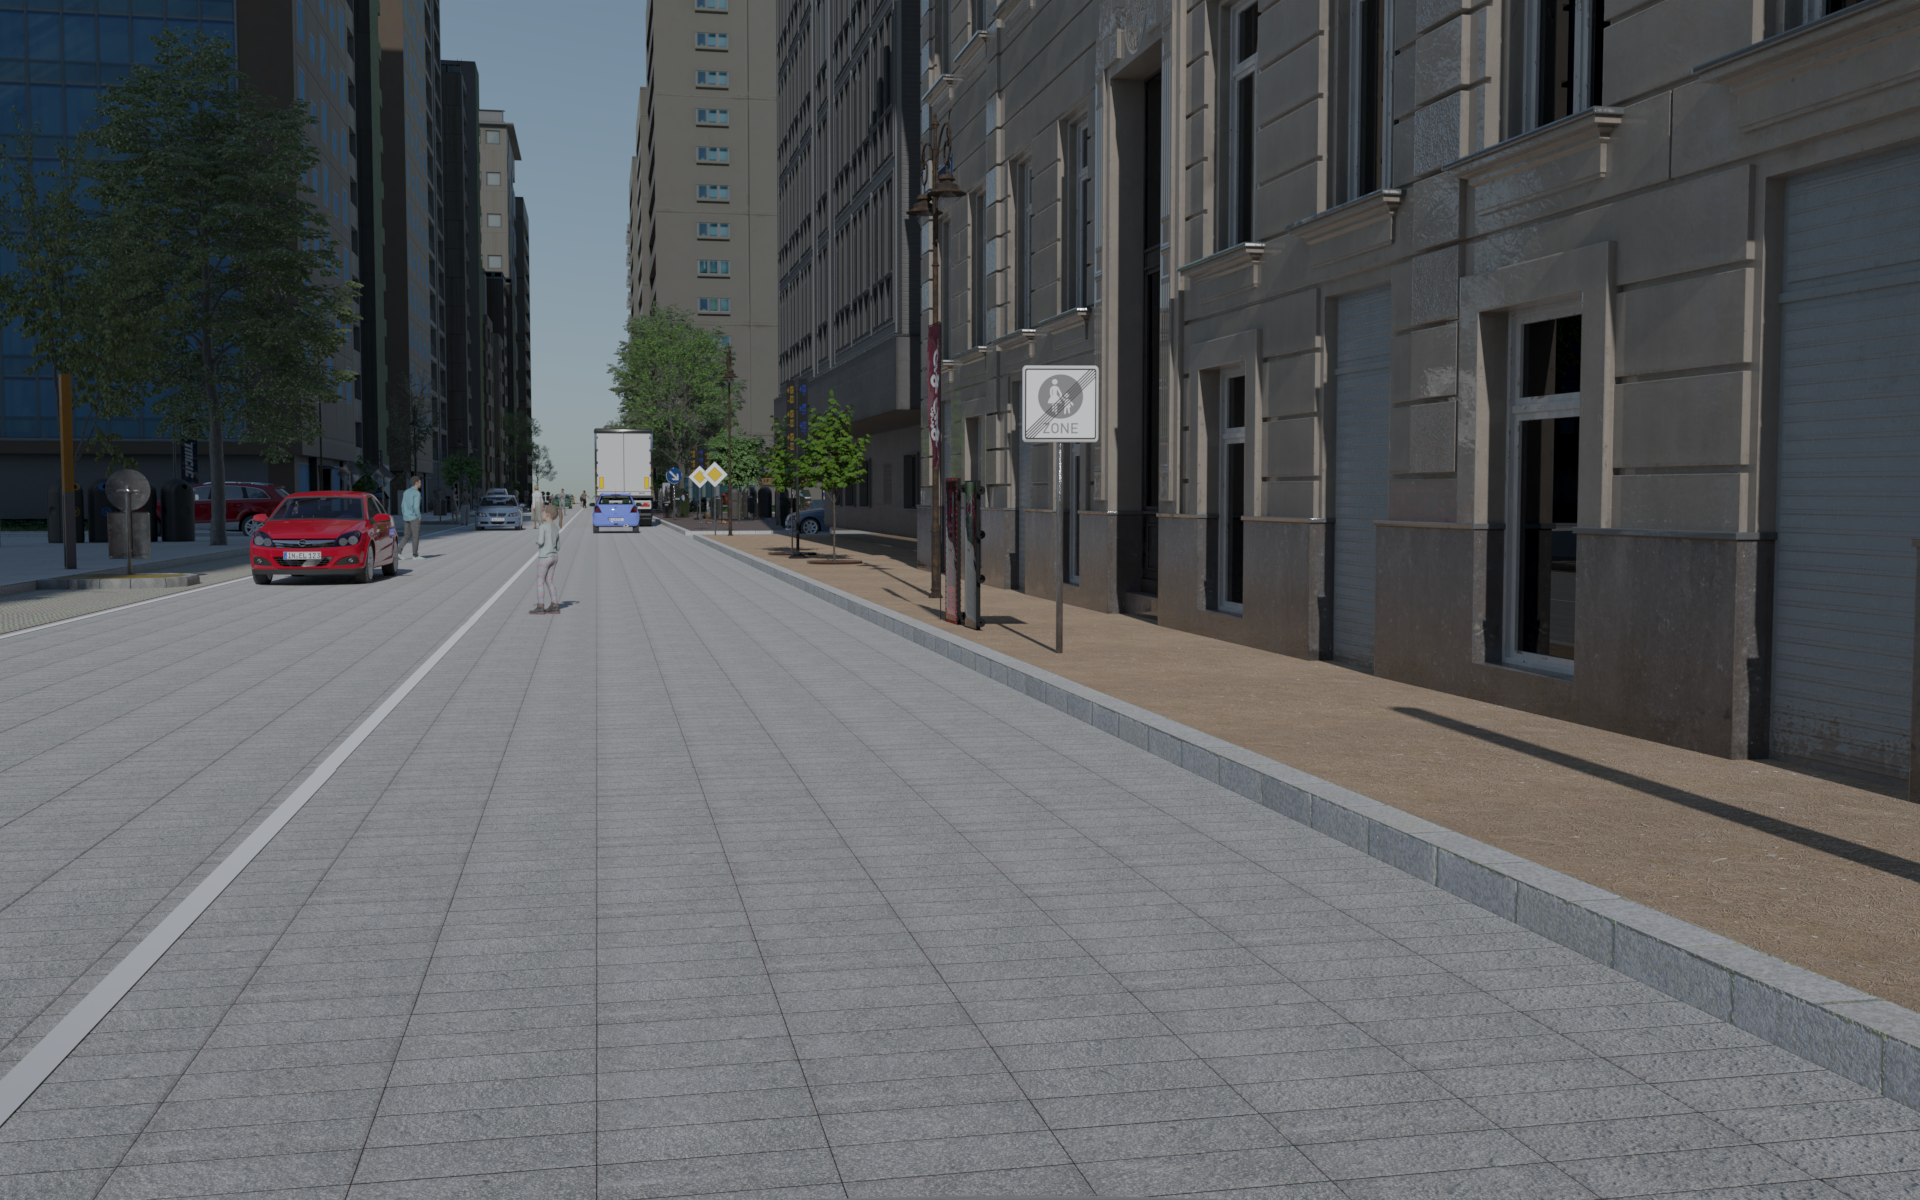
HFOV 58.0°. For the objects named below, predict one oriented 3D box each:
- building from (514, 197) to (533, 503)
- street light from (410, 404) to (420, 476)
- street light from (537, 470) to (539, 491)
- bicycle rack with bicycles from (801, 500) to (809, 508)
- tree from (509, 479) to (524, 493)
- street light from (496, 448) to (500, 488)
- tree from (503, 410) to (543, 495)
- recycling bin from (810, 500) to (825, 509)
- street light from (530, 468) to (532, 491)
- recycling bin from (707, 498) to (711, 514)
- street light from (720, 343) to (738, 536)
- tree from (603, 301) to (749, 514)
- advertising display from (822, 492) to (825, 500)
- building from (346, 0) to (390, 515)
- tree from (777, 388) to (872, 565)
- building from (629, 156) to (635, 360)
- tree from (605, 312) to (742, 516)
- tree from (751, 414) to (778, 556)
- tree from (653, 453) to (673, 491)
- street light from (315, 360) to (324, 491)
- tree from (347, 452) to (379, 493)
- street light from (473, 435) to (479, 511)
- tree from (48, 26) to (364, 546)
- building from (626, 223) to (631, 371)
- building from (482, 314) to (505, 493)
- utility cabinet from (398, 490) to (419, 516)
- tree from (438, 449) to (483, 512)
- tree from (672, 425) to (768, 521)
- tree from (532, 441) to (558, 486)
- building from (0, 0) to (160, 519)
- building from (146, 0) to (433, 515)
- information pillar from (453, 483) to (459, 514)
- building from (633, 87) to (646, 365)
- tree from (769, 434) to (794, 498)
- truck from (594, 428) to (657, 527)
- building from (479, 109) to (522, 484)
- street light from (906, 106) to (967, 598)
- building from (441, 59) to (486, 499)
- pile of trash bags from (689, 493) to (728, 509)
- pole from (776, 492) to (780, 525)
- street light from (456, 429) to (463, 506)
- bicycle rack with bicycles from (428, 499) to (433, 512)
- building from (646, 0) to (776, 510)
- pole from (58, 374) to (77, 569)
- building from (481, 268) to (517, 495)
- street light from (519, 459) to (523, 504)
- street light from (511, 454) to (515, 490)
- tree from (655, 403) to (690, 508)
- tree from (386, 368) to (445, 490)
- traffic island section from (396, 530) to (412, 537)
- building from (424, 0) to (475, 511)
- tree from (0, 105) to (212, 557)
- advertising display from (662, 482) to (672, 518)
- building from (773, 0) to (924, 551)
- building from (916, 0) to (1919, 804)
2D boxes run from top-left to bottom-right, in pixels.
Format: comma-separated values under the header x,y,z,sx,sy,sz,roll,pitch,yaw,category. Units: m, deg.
x,y,z,sx,sy,sz,roll,pitch,yaw,category
-76.927,-39.195,264.533,21.300,48.544,21.600,-1,4,-12,building
-28.158,-7.143,89.569,0.468,5.910,1.993,-1,4,-12,street light
-67.301,-18.566,276.348,0.468,5.910,1.993,-1,4,-12,street light
-9.353,-6.126,113.545,2.852,0.926,2.925,0,4,-3,bicycle rack with bicycles
-51.405,-12.558,199.921,1.663,3.219,1.824,0,3,0,tree
-44.050,-11.779,165.374,0.468,5.910,1.993,-1,4,-12,street light
-53.932,-17.205,207.063,9.928,11.665,9.643,0,3,0,tree
-6.496,-4.117,79.866,0.722,1.027,0.722,-1,4,-15,recycling bin
-60.907,-16.707,245.953,0.468,5.910,1.993,-1,4,-12,street light
-15.621,-5.965,110.084,0.722,1.027,0.722,1,4,20,recycling bin
-7.069,-4.915,53.141,0.468,5.910,1.993,-1,4,-12,street light
-18.589,-12.640,113.325,9.857,13.997,8.962,0,3,0,tree
-7.519,-5.775,99.633,0.974,1.923,0.123,-3,4,-38,advertising display
-37.561,-19.376,88.503,14.160,30.474,14.107,-1,4,-12,building
-2.448,-2.276,31.822,1.663,3.219,1.824,0,3,0,tree
-34.218,-37.580,238.140,21.300,48.544,21.600,-1,4,-12,building
-16.116,-10.640,99.714,9.928,11.665,9.643,0,3,0,tree
-3.508,-2.553,36.337,1.663,3.219,1.824,0,3,0,tree
-20.881,-8.499,122.669,4.285,4.588,4.351,0,3,0,tree
-21.834,-5.283,59.159,0.468,5.910,1.993,-1,4,-12,street light
-26.936,-5.070,77.503,1.663,3.219,1.824,0,3,0,tree
-37.544,-9.880,134.325,0.468,5.910,1.993,-1,4,-12,street light
-18.995,-7.648,43.180,7.486,12.596,7.792,0,3,0,tree
-42.101,-40.290,278.349,23.786,49.044,30.456,-1,4,-12,building
-61.895,-20.370,178.093,27.650,21.520,28.899,-1,4,-12,building
-32.549,-5.721,102.210,1.173,1.500,0.318,-1,4,-22,utility cabinet
-36.551,-8.751,126.796,4.285,4.588,4.351,0,3,0,tree
-10.559,-6.041,82.482,4.285,4.588,4.351,0,3,0,tree
-70.578,-21.640,288.223,7.601,10.594,8.767,-1,4,-15,tree
-31.874,-25.476,66.646,14.600,45.320,14.200,-1,4,-12,building
-41.620,-28.115,109.793,14.600,45.320,14.200,-1,4,-12,building
-32.131,-6.477,110.385,0.304,2.012,0.304,-2,4,-26,information pillar
-26.115,-35.238,199.845,21.300,48.544,21.600,-1,4,-12,building
-12.183,-10.776,126.550,4.360,8.622,3.978,0,3,0,tree
-15.306,-5.532,79.362,2.839,4.237,11.283,-1,4,-10,truck
-75.394,-39.737,238.946,28.713,52.752,27.495,-1,4,-12,building
-0.300,-2.961,21.199,0.468,5.910,1.993,-1,4,-12,street light
-51.148,-28.989,157.572,14.154,41.232,14.086,-1,4,-12,building
-18.677,-7.350,129.928,1.912,1.369,3.447,3,5,39,pile of trash bags
-7.593,-4.783,72.051,0.158,3.312,0.155,0,3,0,pole
-34.575,-9.001,119.959,0.468,5.910,1.993,-1,4,-12,street light
-37.247,-6.667,122.392,2.925,0.926,2.852,-3,5,-42,bicycle rack with bicycles
-16.083,-32.253,151.037,21.300,48.544,21.600,-1,4,-12,building
-15.225,-2.184,29.545,0.158,3.312,0.155,0,3,0,pole
-64.220,-27.465,220.748,14.160,30.474,14.107,-1,4,-12,building
-54.590,-14.838,215.386,0.468,5.910,1.993,-1,4,-12,street light
-50.606,-13.673,196.342,0.468,5.910,1.993,-1,4,-12,street light
-23.323,-11.370,136.257,4.360,8.622,3.978,0,3,0,tree
-32.102,-9.218,101.075,4.360,8.622,3.978,0,3,0,tree
-19.776,-2.269,59.382,2.009,0.180,2.903,-1,4,-12,traffic island section
-50.393,-42.867,139.125,20.563,71.187,20.611,-1,4,-12,building
-17.213,-5.100,33.747,4.737,8.622,4.395,0,3,0,tree
-15.586,-5.320,92.198,0.123,1.923,0.974,-2,4,-35,advertising display
3.607,-15.216,42.294,14.314,27.812,24.014,-1,4,-12,building
7.271,-13.502,18.029,12.463,27.353,25.104,-1,4,-12,building
